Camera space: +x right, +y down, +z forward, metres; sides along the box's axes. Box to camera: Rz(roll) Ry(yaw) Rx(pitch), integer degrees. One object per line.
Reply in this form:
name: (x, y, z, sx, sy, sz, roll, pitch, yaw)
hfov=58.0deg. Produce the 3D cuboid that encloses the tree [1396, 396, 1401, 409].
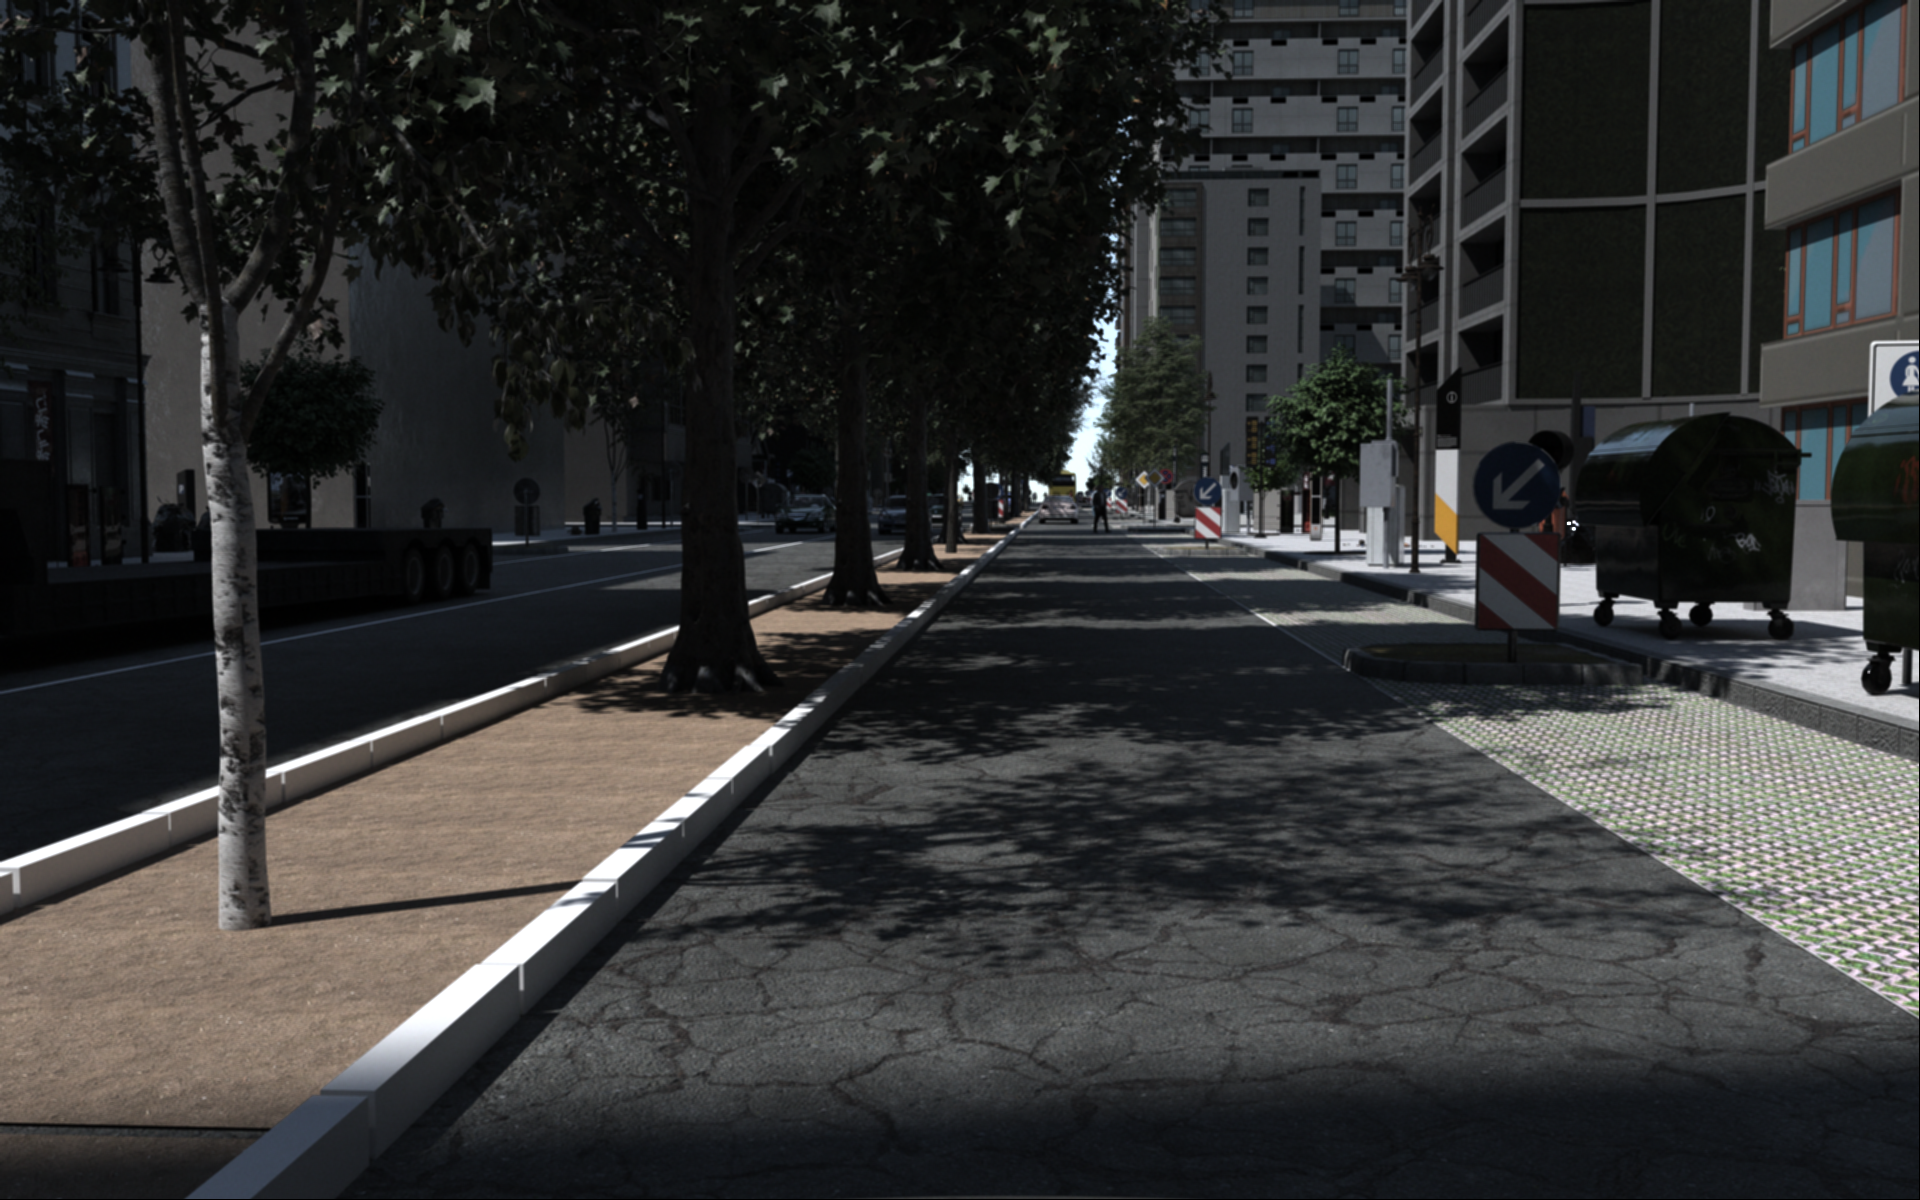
tree: (32.282, -10.764, 126.347, 4.360, 8.622, 3.978, 0, 3, 0)

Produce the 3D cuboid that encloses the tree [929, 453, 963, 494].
tree: (-2.406, -18.865, 226.575, 7.486, 12.596, 7.792, 0, 3, 0)

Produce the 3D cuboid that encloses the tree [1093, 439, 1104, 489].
tree: (14.796, -12.039, 147.199, 4.737, 8.622, 4.395, 0, 3, 0)

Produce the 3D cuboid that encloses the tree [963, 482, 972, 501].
tree: (1.067, -17.758, 284.946, 1.663, 3.219, 1.824, 0, 3, 0)

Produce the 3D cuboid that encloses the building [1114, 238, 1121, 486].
building: (37.213, -38.964, 291.688, 22.147, 44.769, 28.867, 0, 4, 3)

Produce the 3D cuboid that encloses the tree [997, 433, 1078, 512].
tree: (5.343, -13.140, 135.431, 7.486, 12.596, 7.792, 0, 3, 0)

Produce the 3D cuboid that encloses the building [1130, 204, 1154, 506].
building: (30.758, -40.547, 204.941, 21.231, 58.520, 28.212, 0, 4, 3)

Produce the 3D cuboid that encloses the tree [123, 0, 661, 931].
tree: (-2.360, -3.205, 5.222, 4.360, 8.622, 3.978, 0, 3, 0)

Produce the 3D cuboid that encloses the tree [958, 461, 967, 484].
tree: (-0.856, -19.062, 262.024, 4.737, 8.622, 4.395, 0, 3, 0)

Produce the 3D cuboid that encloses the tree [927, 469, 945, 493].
tree: (-3.510, -14.010, 212.775, 4.285, 4.588, 4.351, 0, 3, 0)

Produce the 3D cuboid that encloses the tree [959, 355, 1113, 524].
tree: (2.500, -11.073, 93.870, 12.009, 13.543, 11.850, 0, 3, 0)

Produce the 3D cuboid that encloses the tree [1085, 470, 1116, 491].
tree: (20.885, -17.061, 262.656, 4.285, 4.588, 4.351, 0, 3, 0)

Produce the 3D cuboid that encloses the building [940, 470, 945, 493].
building: (-15.460, -27.045, 287.230, 27.650, 21.520, 28.899, 0, 4, 3)

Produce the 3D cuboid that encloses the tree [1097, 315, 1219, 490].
tree: (12.666, -11.771, 110.575, 7.486, 12.596, 7.792, 0, 3, 0)

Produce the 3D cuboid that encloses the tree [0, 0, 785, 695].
tree: (-1.820, -5.678, 12.304, 9.611, 12.733, 9.660, 0, 3, 0)

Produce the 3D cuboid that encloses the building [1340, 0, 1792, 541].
building: (23.171, -37.377, 49.372, 20.563, 71.187, 20.611, 0, 4, 3)

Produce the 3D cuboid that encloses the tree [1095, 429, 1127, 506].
tree: (16.134, -14.086, 180.665, 4.360, 8.622, 3.978, 0, 3, 0)

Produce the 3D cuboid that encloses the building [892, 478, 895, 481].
building: (-21.732, -36.907, 192.675, 28.713, 52.752, 27.495, 0, 4, 3)

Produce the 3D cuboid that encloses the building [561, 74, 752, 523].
building: (-19.715, -18.061, 88.810, 14.314, 27.812, 24.014, 0, 4, 3)

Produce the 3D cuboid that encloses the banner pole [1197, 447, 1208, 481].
banner pole: (12.983, -6.292, 92.895, 0.863, 3.779, 0.401, 2, 4, 24)

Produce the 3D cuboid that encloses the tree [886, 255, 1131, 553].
tree: (-0.257, -6.382, 41.223, 8.767, 10.594, 7.601, 0, 4, 3)

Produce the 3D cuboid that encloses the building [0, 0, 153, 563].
building: (-21.858, -10.849, 26.529, 9.793, 20.994, 18.267, 0, 4, 3)

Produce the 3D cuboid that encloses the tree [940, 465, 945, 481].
tree: (-2.059, -18.087, 246.081, 4.360, 8.622, 3.978, 0, 3, 0)

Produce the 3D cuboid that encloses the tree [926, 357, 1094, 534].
tree: (0.766, -9.327, 61.601, 9.857, 13.997, 8.962, 0, 3, 0)

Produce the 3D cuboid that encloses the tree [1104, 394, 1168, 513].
tree: (12.803, -10.261, 118.133, 4.737, 8.622, 4.395, 0, 3, 0)

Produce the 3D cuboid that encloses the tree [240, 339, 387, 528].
tree: (-13.251, -3.134, 34.947, 4.285, 4.588, 4.351, 0, 3, 0)

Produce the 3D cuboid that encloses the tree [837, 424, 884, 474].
tree: (-7.729, -11.144, 132.568, 4.737, 8.622, 4.395, 0, 3, 0)

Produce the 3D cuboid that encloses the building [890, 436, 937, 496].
building: (-10.518, -37.556, 264.146, 14.600, 45.320, 14.200, 0, 4, 3)

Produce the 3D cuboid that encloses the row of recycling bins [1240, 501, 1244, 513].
row of recycling bins: (17.882, -6.794, 118.201, 1.069, 1.692, 3.534, -3, 5, -44)

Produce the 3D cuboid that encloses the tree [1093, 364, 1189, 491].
tree: (14.146, -12.883, 136.388, 9.928, 11.665, 9.643, 0, 3, 0)

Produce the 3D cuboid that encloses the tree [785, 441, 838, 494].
tree: (-9.134, -7.580, 107.654, 4.285, 4.588, 4.351, 0, 3, 0)

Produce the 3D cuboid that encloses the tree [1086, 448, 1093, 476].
tree: (14.589, -12.735, 158.575, 4.737, 8.622, 4.395, 0, 3, 0)

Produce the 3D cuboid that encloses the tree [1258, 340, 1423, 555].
tree: (8.196, -3.264, 37.078, 4.285, 4.588, 4.351, 0, 3, 0)

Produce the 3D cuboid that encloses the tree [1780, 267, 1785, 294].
tree: (17.716, -4.992, 31.981, 4.737, 8.622, 4.395, 0, 3, 0)

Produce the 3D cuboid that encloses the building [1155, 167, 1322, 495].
building: (24.756, -23.580, 157.236, 14.160, 30.474, 14.107, 0, 4, 3)

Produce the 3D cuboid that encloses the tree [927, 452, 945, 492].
tree: (-3.805, -15.045, 196.344, 4.737, 8.622, 4.395, 0, 3, 0)

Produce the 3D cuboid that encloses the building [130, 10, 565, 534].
building: (-32.064, -15.285, 54.418, 34.151, 26.468, 19.350, 0, 4, 3)

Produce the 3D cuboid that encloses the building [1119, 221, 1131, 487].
building: (29.551, -36.181, 241.671, 14.600, 45.320, 14.200, 0, 4, 3)

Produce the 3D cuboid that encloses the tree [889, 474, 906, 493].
tree: (-5.812, -10.334, 163.564, 1.663, 3.219, 1.824, 0, 3, 0)

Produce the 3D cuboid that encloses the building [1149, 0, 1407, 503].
building: (33.466, -35.940, 176.861, 28.713, 52.752, 27.495, 0, 4, 3)

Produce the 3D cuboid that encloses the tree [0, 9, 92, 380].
tree: (-13.996, -4.453, 23.165, 4.737, 8.622, 4.395, 0, 3, 0)

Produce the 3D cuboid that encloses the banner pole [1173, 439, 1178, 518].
banner pole: (9.774, -5.422, 78.670, 0.401, 3.779, 0.863, 0, 4, -6)

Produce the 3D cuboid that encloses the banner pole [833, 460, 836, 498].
banner pole: (-8.529, -7.797, 117.500, 0.401, 3.779, 0.863, 1, 4, 15)

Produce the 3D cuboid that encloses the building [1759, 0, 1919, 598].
building: (24.324, -10.021, 8.878, 27.650, 21.520, 28.899, 0, 4, 3)

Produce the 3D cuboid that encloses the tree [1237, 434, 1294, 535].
tree: (9.490, -3.633, 54.006, 1.663, 3.219, 1.824, 0, 3, 0)

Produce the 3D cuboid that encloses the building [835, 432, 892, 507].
building: (-21.653, -19.565, 164.919, 27.650, 21.520, 28.899, 0, 4, 3)

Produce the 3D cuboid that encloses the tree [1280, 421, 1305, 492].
tree: (28.439, -11.902, 144.958, 4.360, 8.622, 3.978, 0, 3, 0)

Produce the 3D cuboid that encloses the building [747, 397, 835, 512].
building: (-16.609, -18.435, 131.088, 12.332, 23.373, 15.834, 0, 4, 3)

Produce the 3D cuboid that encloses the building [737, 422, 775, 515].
building: (-20.440, -14.806, 109.534, 16.820, 18.784, 16.811, 0, 4, 3)

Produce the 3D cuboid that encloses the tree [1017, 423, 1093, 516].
tree: (3.688, -11.402, 114.634, 9.928, 11.665, 9.643, 0, 3, 0)
